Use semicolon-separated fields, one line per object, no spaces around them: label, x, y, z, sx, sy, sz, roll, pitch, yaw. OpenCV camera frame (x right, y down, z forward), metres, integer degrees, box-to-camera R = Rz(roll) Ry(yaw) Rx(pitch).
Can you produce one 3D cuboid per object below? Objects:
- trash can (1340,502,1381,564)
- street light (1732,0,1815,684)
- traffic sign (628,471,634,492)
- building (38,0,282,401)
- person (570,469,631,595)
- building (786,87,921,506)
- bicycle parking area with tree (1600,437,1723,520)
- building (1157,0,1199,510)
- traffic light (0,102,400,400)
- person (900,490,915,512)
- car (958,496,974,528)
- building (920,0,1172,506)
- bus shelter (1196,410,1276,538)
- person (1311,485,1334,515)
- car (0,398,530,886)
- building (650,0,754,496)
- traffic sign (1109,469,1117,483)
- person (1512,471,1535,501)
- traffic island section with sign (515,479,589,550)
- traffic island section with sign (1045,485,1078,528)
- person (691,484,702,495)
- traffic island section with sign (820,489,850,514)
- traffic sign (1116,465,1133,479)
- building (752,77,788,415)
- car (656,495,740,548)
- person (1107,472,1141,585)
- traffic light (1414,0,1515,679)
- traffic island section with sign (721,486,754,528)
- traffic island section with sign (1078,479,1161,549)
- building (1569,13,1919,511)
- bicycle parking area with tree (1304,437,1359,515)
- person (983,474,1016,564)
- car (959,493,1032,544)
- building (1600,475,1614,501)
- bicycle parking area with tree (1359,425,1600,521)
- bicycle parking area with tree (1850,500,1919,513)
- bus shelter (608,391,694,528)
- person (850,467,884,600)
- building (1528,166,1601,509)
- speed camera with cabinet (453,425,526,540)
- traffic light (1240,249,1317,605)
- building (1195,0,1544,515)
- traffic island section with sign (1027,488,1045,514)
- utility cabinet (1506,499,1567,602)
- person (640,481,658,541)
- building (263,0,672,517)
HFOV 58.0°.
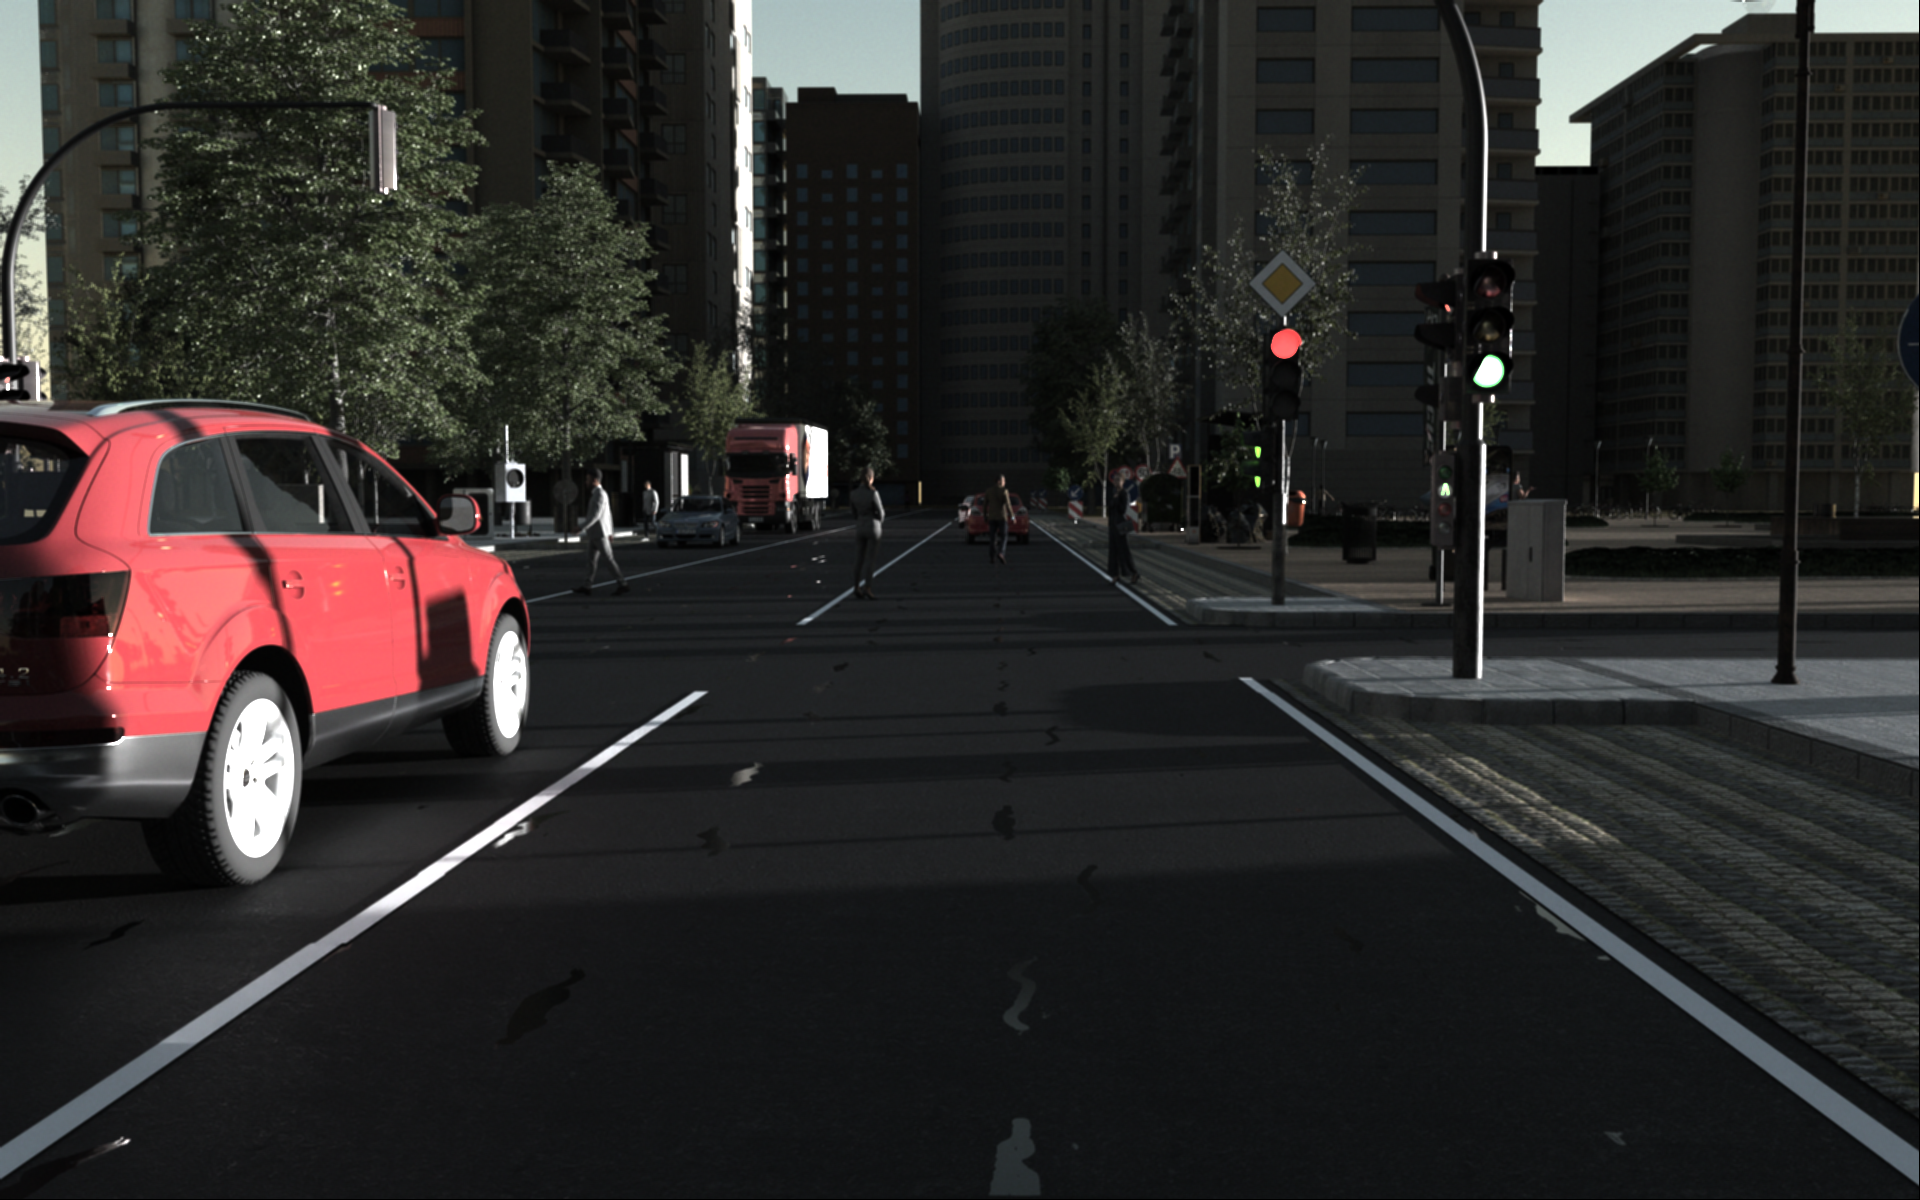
trash can;7.370;-1.241;31.937;0.748;1.137;0.748;0;3;0
street light;5.605;-2.372;11.578;0.468;5.910;1.993;0;4;1
traffic sign;-14.389;-4.519;76.016;0.606;2.300;0.079;0;4;6
building;-61.960;-32.543;151.681;30.456;49.044;23.786;0;4;1
person;-5.096;-0.962;24.506;0.850;1.792;0.678;-1;4;-9
building;-11.507;-33.276;194.178;14.200;45.320;14.600;0;4;1
bicycle parking area with tree;34.203;-6.303;90.059;9.016;4.147;8.231;0;4;6
building;28.671;-32.233;146.626;23.786;49.044;30.456;0;4;1
traffic light;-8.988;-2.789;20.272;4.771;5.953;1.251;0;4;1
person;-4.322;-8.150;142.435;1.217;1.739;0.721;0;4;5
car;0.935;-3.768;73.967;2.083;1.381;4.827;0;4;3
building;9.738;-39.975;195.584;28.212;58.520;21.231;0;4;1
bus shelter;8.219;-3.680;51.454;1.731;3.624;6.357;0;4;1
person;20.541;-5.639;98.254;1.348;1.823;0.705;2;4;33
car;-3.522;0.047;7.899;2.281;1.827;5.304;0;4;2
building;-32.543;-34.211;148.582;27.495;52.752;28.713;0;4;1
traffic sign;7.833;-5.308;86.885;0.768;2.556;0.104;0;4;6
person;12.045;-1.886;37.232;0.532;1.782;0.716;-2;4;-26
traffic island section with sign;-10.324;-2.225;45.005;1.989;1.847;2.006;0;4;1
traffic island section with sign;4.760;-3.970;73.539;1.989;1.847;2.006;0;4;1
person;-10.036;-3.488;65.708;0.537;1.800;0.526;-3;4;-37
traffic island section with sign;-8.823;-6.965;122.505;1.989;1.847;2.006;0;4;1
traffic sign;7.305;-4.695;76.874;0.768;2.556;0.104;0;4;7
building;-33.746;-35.430;198.883;30.456;49.044;23.786;0;4;1
car;-7.143;-2.177;47.599;2.014;1.417;4.499;0;4;1
person;2.542;-1.126;27.335;0.534;1.772;0.576;-3;5;-41
traffic light;1.430;-2.279;11.924;4.771;5.953;1.251;0;4;1
traffic island section with sign;-9.774;-3.950;73.210;1.989;1.847;2.006;0;4;1
traffic island section with sign;4.226;-2.267;45.693;1.989;1.847;2.006;0;4;1
building;66.769;-27.776;146.020;23.993;40.220;32.217;0;4;1
bicycle parking area with tree;18.709;-6.282;89.718;9.016;4.147;8.231;2;4;30
person;0.807;-1.667;35.666;0.656;1.842;0.836;0;4;-6
car;1.063;-2.563;50.947;2.155;1.783;4.494;0;4;-1
building;70.277;-25.710;192.060;14.107;30.474;14.160;0;4;1
bicycle parking area with tree;22.099;-5.369;74.785;9.016;4.147;8.231;1;4;12
bicycle parking area with tree;51.541;-6.261;89.375;9.016;4.147;8.231;1;4;15
bus shelter;-12.642;-5.675;70.413;2.179;5.291;8.768;0;4;1
person;-1.233;-0.904;23.551;0.520;1.790;0.573;1;4;16
building;47.812;-23.459;155.254;14.107;30.474;14.160;0;4;1
speed camera with cabinet;-13.376;-3.358;49.242;0.660;3.252;2.038;3;5;42
traffic light;3.677;-1.901;20.009;0.839;4.253;0.868;0;4;1
building;26.683;-35.164;116.928;21.231;58.520;28.212;0;4;1
traffic island section with sign;5.691;-6.925;121.857;1.989;1.847;2.006;0;4;1
utility cabinet;6.994;-0.607;21.082;0.306;1.237;1.020;0;4;-6
person;-9.413;-2.723;52.866;0.661;1.843;0.795;3;5;41
building;-30.772;-27.833;109.700;22.147;44.769;28.867;0;4;1
